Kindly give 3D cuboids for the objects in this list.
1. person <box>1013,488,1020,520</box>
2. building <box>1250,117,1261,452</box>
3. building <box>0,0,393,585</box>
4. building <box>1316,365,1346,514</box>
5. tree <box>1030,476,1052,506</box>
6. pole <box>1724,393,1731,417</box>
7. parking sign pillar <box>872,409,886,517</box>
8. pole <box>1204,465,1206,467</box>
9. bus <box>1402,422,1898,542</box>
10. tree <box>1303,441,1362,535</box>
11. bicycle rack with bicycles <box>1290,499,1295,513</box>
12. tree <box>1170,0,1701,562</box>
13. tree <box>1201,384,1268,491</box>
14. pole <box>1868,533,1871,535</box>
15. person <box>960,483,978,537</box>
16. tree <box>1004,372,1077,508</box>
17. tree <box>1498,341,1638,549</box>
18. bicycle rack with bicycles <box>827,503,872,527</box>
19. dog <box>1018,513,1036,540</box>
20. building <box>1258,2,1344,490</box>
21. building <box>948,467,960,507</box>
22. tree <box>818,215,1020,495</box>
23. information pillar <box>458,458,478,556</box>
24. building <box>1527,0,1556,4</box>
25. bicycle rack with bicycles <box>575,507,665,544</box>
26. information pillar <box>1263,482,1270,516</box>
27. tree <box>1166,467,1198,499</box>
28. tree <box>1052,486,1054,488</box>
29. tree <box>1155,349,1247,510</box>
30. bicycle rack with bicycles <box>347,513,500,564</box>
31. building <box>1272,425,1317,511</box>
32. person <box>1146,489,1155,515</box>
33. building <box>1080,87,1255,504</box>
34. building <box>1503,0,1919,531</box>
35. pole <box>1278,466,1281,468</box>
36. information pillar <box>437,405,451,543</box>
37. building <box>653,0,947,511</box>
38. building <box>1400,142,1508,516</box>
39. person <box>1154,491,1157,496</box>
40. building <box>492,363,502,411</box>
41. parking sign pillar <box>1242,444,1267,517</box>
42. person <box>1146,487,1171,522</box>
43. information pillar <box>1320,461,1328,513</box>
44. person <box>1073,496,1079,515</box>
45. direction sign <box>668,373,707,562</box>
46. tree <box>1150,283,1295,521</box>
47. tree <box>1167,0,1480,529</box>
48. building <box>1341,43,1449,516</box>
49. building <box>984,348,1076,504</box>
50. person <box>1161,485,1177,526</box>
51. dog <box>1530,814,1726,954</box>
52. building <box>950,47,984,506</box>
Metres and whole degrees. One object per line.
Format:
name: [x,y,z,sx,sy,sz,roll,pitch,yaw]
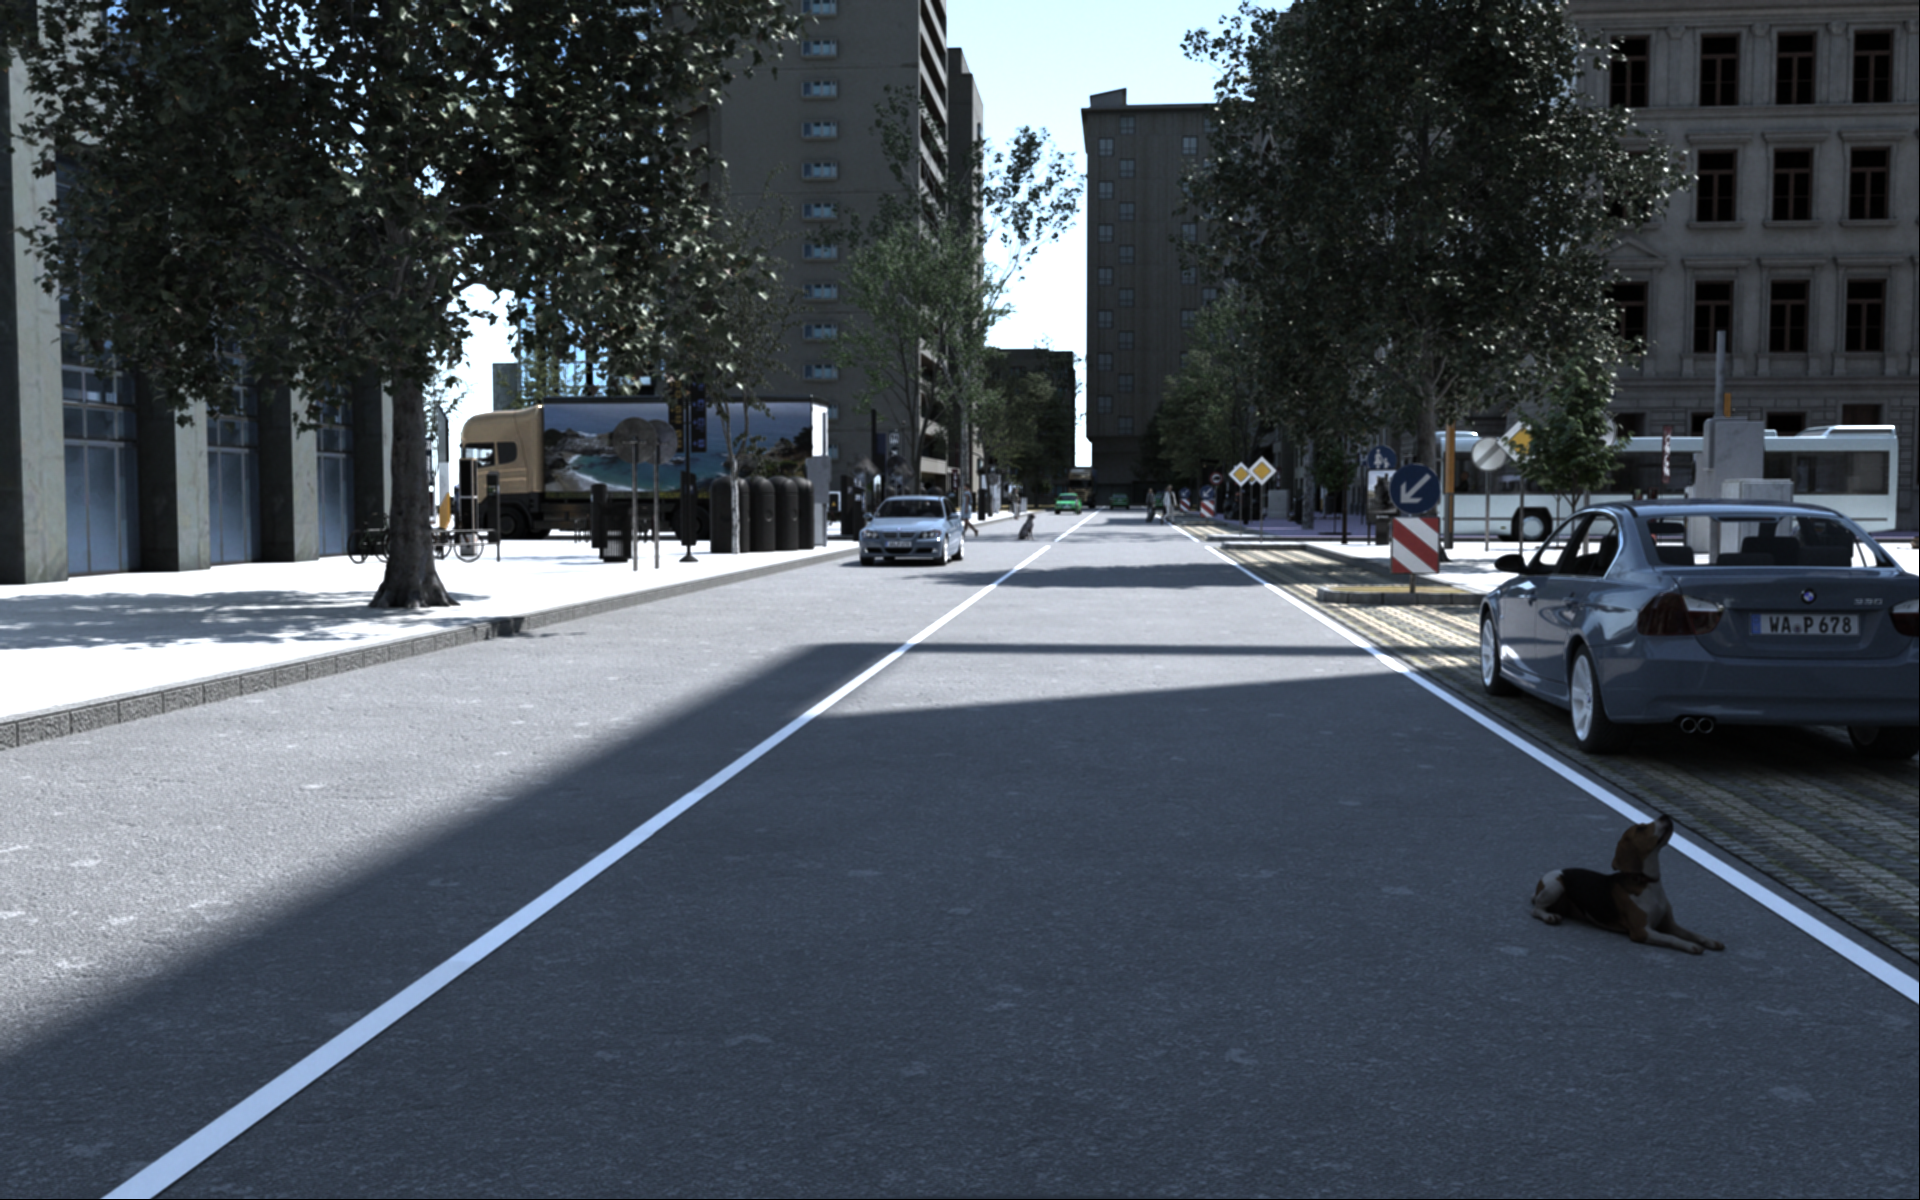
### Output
person: [3.187,-5.394,97.241,0.362,1.759,0.519,1,4,22]
building: [38.898,-32.816,186.651,14.600,45.320,14.200,0,4,5]
building: [-28.466,-43.574,25.110,31.000,86.520,22.319,0,4,5]
building: [31.629,-17.666,118.509,12.332,23.373,15.834,0,4,5]
tree: [7.740,-10.718,169.846,1.663,3.219,1.824,0,3,0]
pole: [15.465,-2.522,35.085,0.158,3.312,0.155,0,3,0]
parking sign pillar: [-2.615,-4.106,55.600,1.447,3.967,1.447,0,4,-2]
pole: [17.405,-7.904,123.078,0.158,3.312,0.155,0,3,0]
bus: [18.487,-3.250,48.001,13.247,3.499,2.948,0,4,6]
tree: [11.957,-3.678,54.729,1.663,3.219,1.824,0,3,0]
bicycle rack with bicycles: [22.943,-6.469,119.142,2.925,0.926,2.852,3,5,45]
tree: [8.861,-7.083,32.811,9.611,12.733,9.660,0,3,0]
tree: [17.160,-9.759,109.918,4.737,8.622,4.395,0,3,0]
pole: [27.933,-3.634,53.257,0.158,3.312,0.155,0,3,0]
person: [0.300,-3.018,57.941,0.778,1.811,0.616,2,4,31]
tree: [7.404,-14.851,160.935,7.486,12.596,7.792,0,3,0]
tree: [7.899,-1.675,21.982,1.663,3.219,1.824,0,3,0]
bicycle rack with bicycles: [-3.827,-3.352,68.193,2.925,0.926,2.852,1,4,19]
dog: [1.983,-2.320,54.769,0.800,0.831,0.513,0,4,4]
building: [40.675,-33.295,168.077,21.300,48.544,21.600,0,4,5]
building: [-10.596,-44.212,161.118,20.563,71.187,20.611,0,4,5]
tree: [-1.623,-8.529,65.206,9.928,11.665,9.643,0,3,0]
information pillar: [-10.155,-1.913,35.775,0.304,2.012,0.304,0,4,0]
building: [82.039,-47.947,222.180,20.611,71.187,20.563,0,4,5]
bicycle rack with bicycles: [-9.105,-1.993,45.962,2.852,0.926,2.925,0,4,-8]
information pillar: [18.264,-6.041,103.259,0.304,2.012,0.304,-1,4,-10]
tree: [21.813,-11.303,168.517,4.285,4.588,4.351,0,3,0]
tree: [9.523,-12.134,192.985,1.663,3.219,1.824,0,3,0]
tree: [18.946,-13.313,135.797,7.486,12.596,7.792,0,3,0]
bicycle rack with bicycles: [-10.178,-1.174,32.583,2.852,0.926,2.925,3,5,39]
building: [41.224,-18.257,143.538,27.650,21.520,28.899,0,4,5]
person: [12.929,-6.623,116.966,0.709,1.800,0.728,3,4,36]
building: [30.196,-39.345,232.526,27.495,52.752,28.713,0,4,5]
building: [31.564,-13.948,64.201,21.152,22.565,11.583,0,4,5]
pole: [23.275,-8.109,126.420,0.158,3.312,0.155,0,3,0]
information pillar: [-13.496,-3.298,45.272,0.183,3.616,0.504,-3,5,-43]
building: [-12.676,-31.630,140.846,21.300,48.544,21.600,0,4,5]
building: [26.651,-13.200,80.446,10.561,19.102,19.286,0,4,5]
person: [19.313,-9.853,170.311,0.721,1.735,1.217,1,4,21]
building: [-34.932,-53.555,188.302,31.000,86.520,22.319,0,4,5]
parking sign pillar: [16.422,-6.619,96.694,1.447,3.967,1.447,-1,4,-16]
person: [10.119,-4.836,87.788,1.509,1.804,0.699,-1,4,-19]
information pillar: [24.327,-7.606,115.708,0.504,3.616,0.183,2,4,35]
person: [7.949,-6.449,118.187,0.590,1.304,0.306,-3,5,-39]
direction sign: [-5.129,-2.486,32.646,0.876,3.537,0.379,2,4,30]
tree: [14.002,-9.677,83.977,9.928,11.665,9.643,0,3,0]
tree: [13.756,-12.698,63.495,12.611,20.169,13.585,0,3,0]
building: [29.870,-19.226,100.256,13.634,28.700,20.117,0,4,5]
building: [0.912,-23.892,235.666,28.899,21.520,27.650,0,4,5]
person: [9.436,-4.274,78.251,0.818,1.842,0.514,3,5,43]
dog: [2.195,0.882,5.767,0.550,0.427,0.748,1,4,12]
building: [-8.736,-34.438,186.766,21.600,48.544,21.300,0,4,5]
